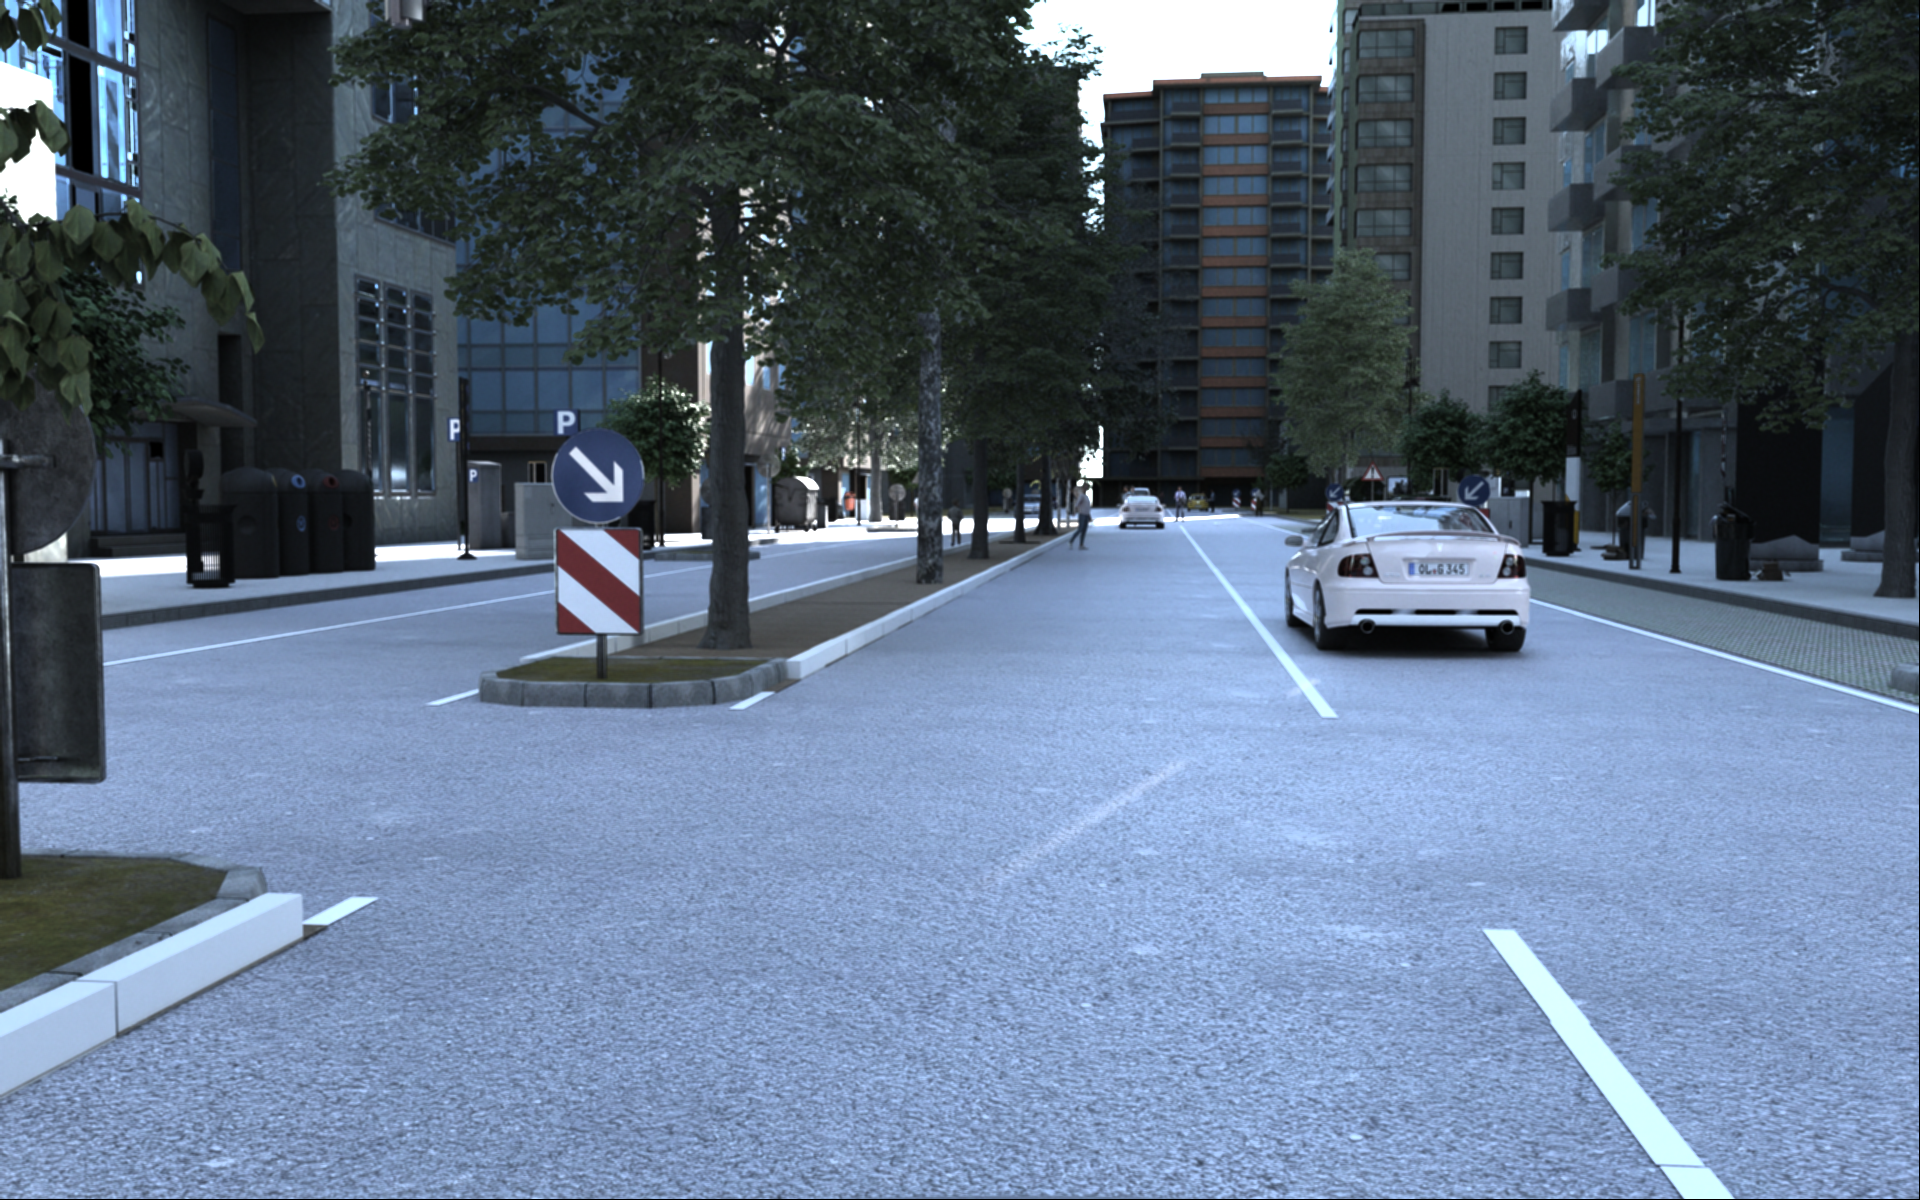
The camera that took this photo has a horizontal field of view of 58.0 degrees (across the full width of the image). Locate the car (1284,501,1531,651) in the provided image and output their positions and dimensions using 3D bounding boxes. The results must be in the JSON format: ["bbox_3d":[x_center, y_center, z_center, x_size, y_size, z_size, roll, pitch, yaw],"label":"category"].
[{"bbox_3d":[4.330,-0.297,17.226,2.083,1.381,4.827,0,4,5],"label":"car"}]

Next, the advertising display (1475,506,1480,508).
[{"bbox_3d":[18.619,-3.501,62.452,0.123,1.923,0.974,1,4,8],"label":"advertising display"}]

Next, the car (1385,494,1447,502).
[{"bbox_3d":[10.961,-1.970,41.999,2.009,1.686,4.222,0,4,7],"label":"car"}]

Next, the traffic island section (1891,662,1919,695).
[{"bbox_3d":[7.735,0.644,11.756,2.009,0.180,2.903,0,4,6],"label":"traffic island section"}]

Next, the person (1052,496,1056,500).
[{"bbox_3d":[8.210,-9.096,157.935,1.217,1.735,0.721,3,4,38],"label":"person"}]

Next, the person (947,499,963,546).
[{"bbox_3d":[-0.130,-2.115,47.345,0.475,1.303,0.640,1,4,10],"label":"person"}]

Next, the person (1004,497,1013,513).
[{"bbox_3d":[3.303,-6.669,118.228,0.721,1.739,1.217,2,4,31],"label":"person"}]

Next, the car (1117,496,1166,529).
[{"bbox_3d":[7.662,-3.719,73.161,2.083,1.381,4.827,0,4,5],"label":"car"}]

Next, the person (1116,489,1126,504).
[{"bbox_3d":[12.735,-7.728,134.849,1.348,1.824,0.705,3,5,43],"label":"person"}]

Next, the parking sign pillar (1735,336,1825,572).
[{"bbox_3d":[13.732,-2.481,29.043,1.447,3.967,1.447,2,4,26],"label":"parking sign pillar"}]

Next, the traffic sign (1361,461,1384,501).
[{"bbox_3d":[16.281,-4.181,68.370,0.884,2.594,0.081,1,4,15],"label":"traffic sign"}]

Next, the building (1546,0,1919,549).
[{"bbox_3d":[30.921,-26.401,51.269,23.786,49.044,30.456,0,4,6],"label":"building"}]

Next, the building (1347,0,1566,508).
[{"bbox_3d":[30.494,-20.417,105.513,14.160,30.474,14.107,0,4,6],"label":"building"}]

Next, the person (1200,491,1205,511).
[{"bbox_3d":[20.482,-8.373,146.312,0.530,1.710,0.541,1,4,17],"label":"person"}]

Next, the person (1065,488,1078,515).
[{"bbox_3d":[7.698,-6.769,119.187,1.348,1.822,0.705,-3,5,-39],"label":"person"}]

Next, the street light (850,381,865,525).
[{"bbox_3d":[-4.152,-6.008,71.025,0.468,5.910,1.993,0,4,6],"label":"street light"}]

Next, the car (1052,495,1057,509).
[{"bbox_3d":[8.289,-9.095,161.278,1.945,1.354,3.894,0,4,6],"label":"car"}]

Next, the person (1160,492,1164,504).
[{"bbox_3d":[19.037,-9.374,163.242,0.415,1.643,0.593,1,4,22],"label":"person"}]

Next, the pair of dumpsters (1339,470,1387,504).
[{"bbox_3d":[16.556,-4.208,71.289,1.574,2.255,4.437,0,4,6],"label":"pair of dumpsters"}]

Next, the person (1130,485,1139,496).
[{"bbox_3d":[8.310,-4.528,82.334,0.655,1.846,0.447,-1,4,-21],"label":"person"}]

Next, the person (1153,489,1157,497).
[{"bbox_3d":[14.890,-7.583,132.508,0.705,1.821,1.348,1,4,22],"label":"person"}]

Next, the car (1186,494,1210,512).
[{"bbox_3d":[19.674,-8.132,143.186,2.015,1.641,3.980,0,4,7],"label":"car"}]

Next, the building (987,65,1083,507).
[{"bbox_3d":[5.561,-32.537,182.092,14.200,45.320,14.600,0,4,6],"label":"building"}]

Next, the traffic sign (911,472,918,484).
[{"bbox_3d":[-2.043,-5.375,87.877,0.884,2.594,0.081,0,4,8],"label":"traffic sign"}]

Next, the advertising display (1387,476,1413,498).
[{"bbox_3d":[15.786,-3.485,62.196,0.974,1.923,0.123,3,5,43],"label":"advertising display"}]

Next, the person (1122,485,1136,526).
[{"bbox_3d":[7.362,-4.134,76.192,0.778,1.811,0.616,0,4,0],"label":"person"}]

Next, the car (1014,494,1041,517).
[{"bbox_3d":[4.335,-5.740,105.846,2.014,1.417,4.499,0,4,8],"label":"car"}]

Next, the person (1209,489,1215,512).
[{"bbox_3d":[19.727,-7.765,135.440,0.705,1.826,1.348,1,4,17],"label":"person"}]

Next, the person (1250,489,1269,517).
[{"bbox_3d":[19.098,-6.197,110.557,1.217,1.736,0.721,1,4,9],"label":"person"}]

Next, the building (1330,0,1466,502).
[{"bbox_3d":[32.698,-26.638,119.131,14.154,41.232,14.086,0,4,6],"label":"building"}]

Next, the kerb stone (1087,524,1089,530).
[{"bbox_3d":[4.958,-2.850,68.794,0.120,0.150,1.000,0,4,6],"label":"kerb stone"}]

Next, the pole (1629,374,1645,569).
[{"bbox_3d":[11.528,-2.180,29.478,0.158,3.312,0.155,0,3,0],"label":"pole"}]

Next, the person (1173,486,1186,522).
[{"bbox_3d":[11.351,-4.984,89.853,0.709,1.838,0.599,2,4,30],"label":"person"}]

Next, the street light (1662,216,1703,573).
[{"bbox_3d":[11.644,-3.378,28.017,0.468,5.910,1.993,0,4,6],"label":"street light"}]

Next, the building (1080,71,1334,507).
[{"bbox_3d":[27.683,-32.295,182.644,28.867,44.769,22.147,0,4,6],"label":"building"}]

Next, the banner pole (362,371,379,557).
[{"bbox_3d":[-11.988,-2.759,35.124,0.401,3.779,0.863,-2,4,-27],"label":"banner pole"}]

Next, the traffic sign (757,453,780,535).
[{"bbox_3d":[-5.993,-3.307,54.178,0.768,2.556,0.104,1,4,10],"label":"traffic sign"}]

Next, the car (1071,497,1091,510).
[{"bbox_3d":[10.623,-8.688,154.416,2.083,1.381,4.827,0,4,6],"label":"car"}]

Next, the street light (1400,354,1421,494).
[{"bbox_3d":[14.848,-5.164,57.218,0.468,5.910,1.993,0,4,6],"label":"street light"}]

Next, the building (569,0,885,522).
[{"bbox_3d":[-12.085,-27.283,96.188,14.600,45.320,14.200,0,4,6],"label":"building"}]

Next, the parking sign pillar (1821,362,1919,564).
[{"bbox_3d":[17.637,-2.723,32.986,1.447,3.967,1.447,-1,4,-11],"label":"parking sign pillar"}]

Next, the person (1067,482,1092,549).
[{"bbox_3d":[3.051,-2.176,44.754,0.598,1.740,0.731,1,4,21],"label":"person"}]

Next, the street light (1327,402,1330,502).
[{"bbox_3d":[18.202,-6.900,85.605,0.468,5.910,1.993,0,4,6],"label":"street light"}]

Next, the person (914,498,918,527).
[{"bbox_3d":[-1.748,-3.977,76.126,0.523,1.515,0.503,2,4,28],"label":"person"}]

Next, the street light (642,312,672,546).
[{"bbox_3d":[-7.315,-4.253,42.326,0.468,5.910,1.993,0,4,6],"label":"street light"}]

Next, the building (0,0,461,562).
[{"bbox_3d":[-24.678,-43.937,31.035,22.319,86.520,31.000,0,4,6],"label":"building"}]

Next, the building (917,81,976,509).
[{"bbox_3d":[-4.818,-28.805,154.555,14.086,41.232,14.154,0,4,6],"label":"building"}]

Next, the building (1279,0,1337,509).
[{"bbox_3d":[38.685,-50.603,140.032,22.319,86.520,31.000,0,4,6],"label":"building"}]

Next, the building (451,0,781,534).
[{"bbox_3d":[-14.398,-25.184,61.874,14.600,45.320,14.200,0,4,6],"label":"building"}]

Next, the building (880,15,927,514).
[{"bbox_3d":[-14.159,-30.544,119.005,23.786,49.044,30.456,0,4,6],"label":"building"}]
